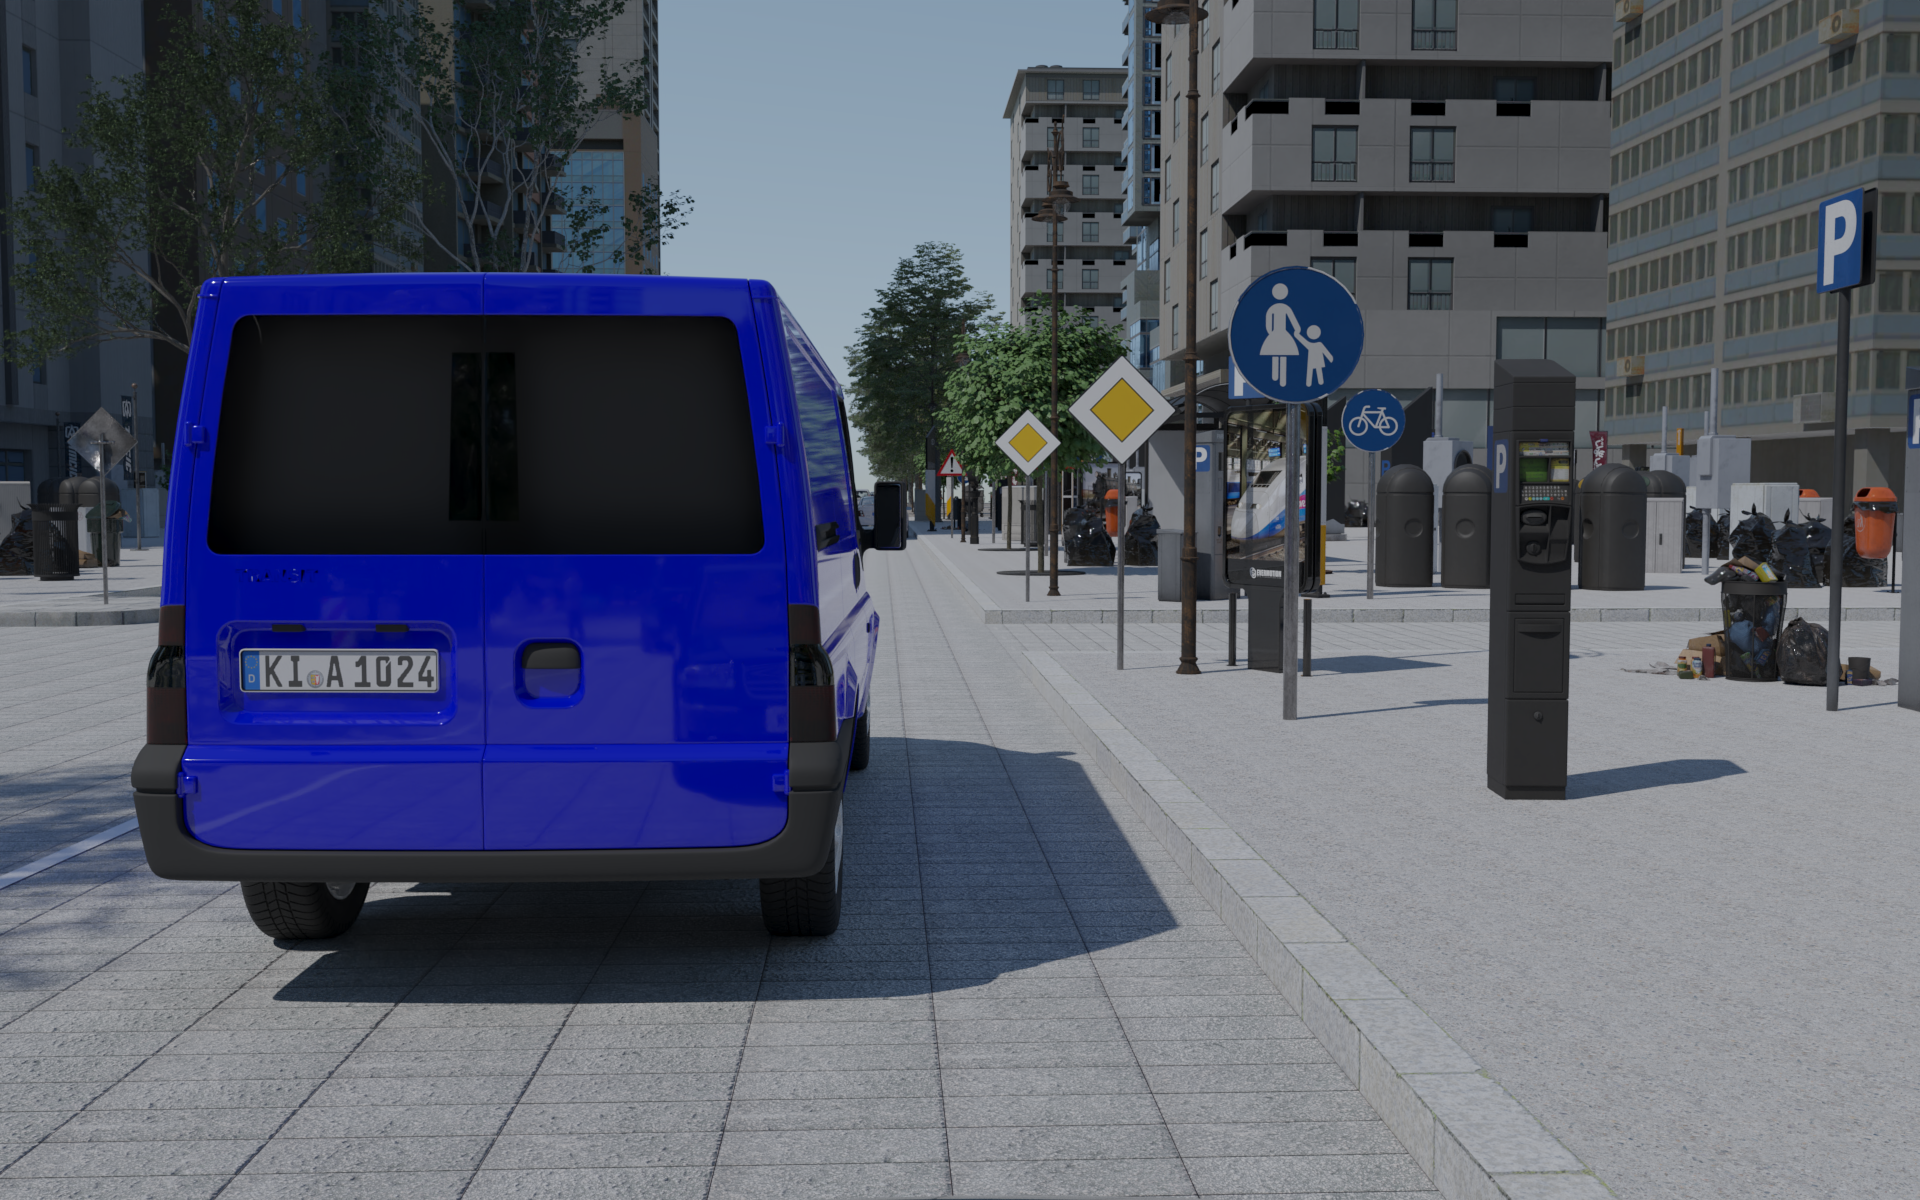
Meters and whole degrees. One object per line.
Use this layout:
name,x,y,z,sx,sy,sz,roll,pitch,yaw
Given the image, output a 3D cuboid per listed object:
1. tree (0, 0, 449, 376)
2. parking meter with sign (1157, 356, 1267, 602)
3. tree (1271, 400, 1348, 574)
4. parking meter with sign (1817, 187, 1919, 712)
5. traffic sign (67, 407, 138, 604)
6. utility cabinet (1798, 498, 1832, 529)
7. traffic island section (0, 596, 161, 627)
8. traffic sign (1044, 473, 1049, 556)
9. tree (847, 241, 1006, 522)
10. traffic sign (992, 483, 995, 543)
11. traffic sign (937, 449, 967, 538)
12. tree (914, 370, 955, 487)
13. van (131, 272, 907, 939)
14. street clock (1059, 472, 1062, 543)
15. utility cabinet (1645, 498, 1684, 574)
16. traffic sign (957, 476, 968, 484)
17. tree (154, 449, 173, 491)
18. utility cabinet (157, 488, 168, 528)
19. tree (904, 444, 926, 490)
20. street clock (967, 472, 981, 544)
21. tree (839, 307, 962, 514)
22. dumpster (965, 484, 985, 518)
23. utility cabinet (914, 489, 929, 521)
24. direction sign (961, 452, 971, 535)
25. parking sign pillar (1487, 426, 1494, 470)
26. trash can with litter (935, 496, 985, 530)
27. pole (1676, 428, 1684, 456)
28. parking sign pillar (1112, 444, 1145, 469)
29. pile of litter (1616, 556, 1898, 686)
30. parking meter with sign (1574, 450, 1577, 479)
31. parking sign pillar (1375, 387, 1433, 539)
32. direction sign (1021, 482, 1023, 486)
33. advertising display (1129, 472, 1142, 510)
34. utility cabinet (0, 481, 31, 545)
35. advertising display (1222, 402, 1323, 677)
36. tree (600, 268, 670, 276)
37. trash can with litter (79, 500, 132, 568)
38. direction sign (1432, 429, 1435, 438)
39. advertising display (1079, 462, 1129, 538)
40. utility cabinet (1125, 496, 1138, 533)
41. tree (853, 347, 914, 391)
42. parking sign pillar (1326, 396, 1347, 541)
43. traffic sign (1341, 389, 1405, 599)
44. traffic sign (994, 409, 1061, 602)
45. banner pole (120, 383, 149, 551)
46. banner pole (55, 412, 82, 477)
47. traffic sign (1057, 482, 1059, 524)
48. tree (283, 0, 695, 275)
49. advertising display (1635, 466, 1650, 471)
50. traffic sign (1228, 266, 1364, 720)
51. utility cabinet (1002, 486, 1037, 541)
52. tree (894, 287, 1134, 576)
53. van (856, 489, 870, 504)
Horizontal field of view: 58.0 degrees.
tree,-13.073,-5.857,30.179,7.601,10.594,8.767,0,4,8
parking meter with sign,3.072,-1.521,21.137,0.543,3.016,1.738,3,5,41
tree,5.367,-2.036,27.890,1.663,3.219,1.824,0,3,0
parking meter with sign,5.988,-0.848,10.130,1.738,3.016,0.543,0,4,2
traffic sign,-9.931,-1.006,20.087,0.795,2.450,0.064,0,4,-3
utility cabinet,14.428,-1.119,29.456,0.306,1.237,1.020,0,4,-7
traffic island section,-9.955,0.130,20.148,2.009,0.180,2.903,0,4,-3
traffic sign,1.786,-2.178,35.723,0.768,2.556,0.104,0,4,1
tree,-1.447,-9.806,78.463,7.486,12.596,7.792,0,3,0
traffic sign,0.878,-2.752,45.108,0.768,2.556,0.104,0,4,7
traffic sign,-0.232,-3.072,50.230,0.884,2.594,0.081,0,4,2
tree,-1.397,-9.280,102.089,4.737,8.622,4.395,0,3,0
van,-1.354,-0.175,7.245,2.240,2.365,5.245,0,4,-1
street clock,2.742,-2.475,45.044,0.471,2.002,0.358,0,4,8
utility cabinet,11.228,-1.044,28.234,1.020,1.237,0.306,2,4,26
traffic sign,0.231,-5.208,85.256,0.768,2.556,0.104,0,4,2
tree,-28.321,-4.198,63.245,1.663,3.219,1.824,0,3,0
utility cabinet,-30.109,-3.447,65.044,0.318,1.500,1.173,2,4,29
tree,-2.692,-10.748,126.094,4.360,8.622,3.978,0,3,0
street clock,0.372,-2.429,44.285,0.358,2.002,0.471,1,4,21
tree,-2.765,-12.466,110.473,9.857,13.997,8.962,0,3,0
dumpster,0.746,-5.479,95.348,1.264,1.857,1.865,0,4,-3
utility cabinet,-1.561,-4.470,81.757,1.173,1.500,0.318,-2,4,-25
direction sign,0.297,-3.809,54.267,0.379,3.537,0.876,2,4,33
parking sign pillar,15.418,-3.695,48.882,1.447,3.967,1.447,-1,4,-17
trash can with litter,-0.132,-3.161,62.739,1.678,1.210,2.233,-1,4,-15
pole,22.312,-3.663,53.737,0.158,3.312,0.155,0,3,0
parking sign pillar,6.621,-4.872,68.130,1.447,3.967,1.447,0,4,-4
pile of litter,5.584,0.111,12.150,1.176,0.858,1.719,-3,4,-37
parking meter with sign,23.276,-4.389,68.025,1.738,3.016,0.543,1,4,17
parking sign pillar,11.171,-3.358,43.382,1.447,3.967,1.447,-2,4,-27
direction sign,2.389,-4.556,66.484,0.379,3.537,0.876,-1,4,-9
advertising display,4.723,-2.717,49.631,0.974,1.923,0.123,0,4,8
utility cabinet,-16.823,-1.312,30.133,1.173,1.500,0.318,-2,4,-29
advertising display,2.238,-0.446,12.499,0.123,1.923,0.974,-2,4,-29
tree,-15.396,-9.457,80.377,9.928,11.665,9.643,0,3,0
trash can with litter,-15.067,-1.156,30.291,0.624,1.170,1.055,1,4,11
direction sign,16.165,-4.199,60.644,0.876,3.537,0.379,2,4,25
advertising display,2.826,-1.782,34.342,0.974,1.923,0.123,-1,4,-20
utility cabinet,4.484,-2.145,46.232,0.306,1.237,1.020,0,4,-6
tree,-6.199,-21.951,214.790,12.611,20.169,13.585,0,3,0
parking sign pillar,9.907,-3.611,47.512,1.447,3.967,1.447,-1,4,-22
traffic sign,5.005,-1.282,21.061,0.768,2.556,0.104,0,4,2
traffic sign,0.803,-1.034,20.556,0.795,2.450,0.064,0,4,-3
banner pole,-18.626,-2.994,38.962,0.401,3.779,0.863,0,4,1
banner pole,-27.247,-3.845,52.888,0.863,3.779,0.401,-1,4,-17
traffic sign,2.061,-2.249,36.770,0.884,2.594,0.081,0,4,4
tree,-14.574,-12.161,54.721,12.611,20.169,13.585,0,3,0
advertising display,16.106,-2.166,40.628,0.974,1.923,0.123,-3,5,-41
traffic sign,1.878,-0.592,9.783,0.768,2.556,0.104,0,4,-2
utility cabinet,1.665,-2.355,47.184,1.173,1.500,0.318,3,5,44
tree,1.367,-2.693,27.737,4.285,4.588,4.351,0,3,0
van,-8.174,-8.359,143.683,2.013,2.044,4.112,0,4,-2
